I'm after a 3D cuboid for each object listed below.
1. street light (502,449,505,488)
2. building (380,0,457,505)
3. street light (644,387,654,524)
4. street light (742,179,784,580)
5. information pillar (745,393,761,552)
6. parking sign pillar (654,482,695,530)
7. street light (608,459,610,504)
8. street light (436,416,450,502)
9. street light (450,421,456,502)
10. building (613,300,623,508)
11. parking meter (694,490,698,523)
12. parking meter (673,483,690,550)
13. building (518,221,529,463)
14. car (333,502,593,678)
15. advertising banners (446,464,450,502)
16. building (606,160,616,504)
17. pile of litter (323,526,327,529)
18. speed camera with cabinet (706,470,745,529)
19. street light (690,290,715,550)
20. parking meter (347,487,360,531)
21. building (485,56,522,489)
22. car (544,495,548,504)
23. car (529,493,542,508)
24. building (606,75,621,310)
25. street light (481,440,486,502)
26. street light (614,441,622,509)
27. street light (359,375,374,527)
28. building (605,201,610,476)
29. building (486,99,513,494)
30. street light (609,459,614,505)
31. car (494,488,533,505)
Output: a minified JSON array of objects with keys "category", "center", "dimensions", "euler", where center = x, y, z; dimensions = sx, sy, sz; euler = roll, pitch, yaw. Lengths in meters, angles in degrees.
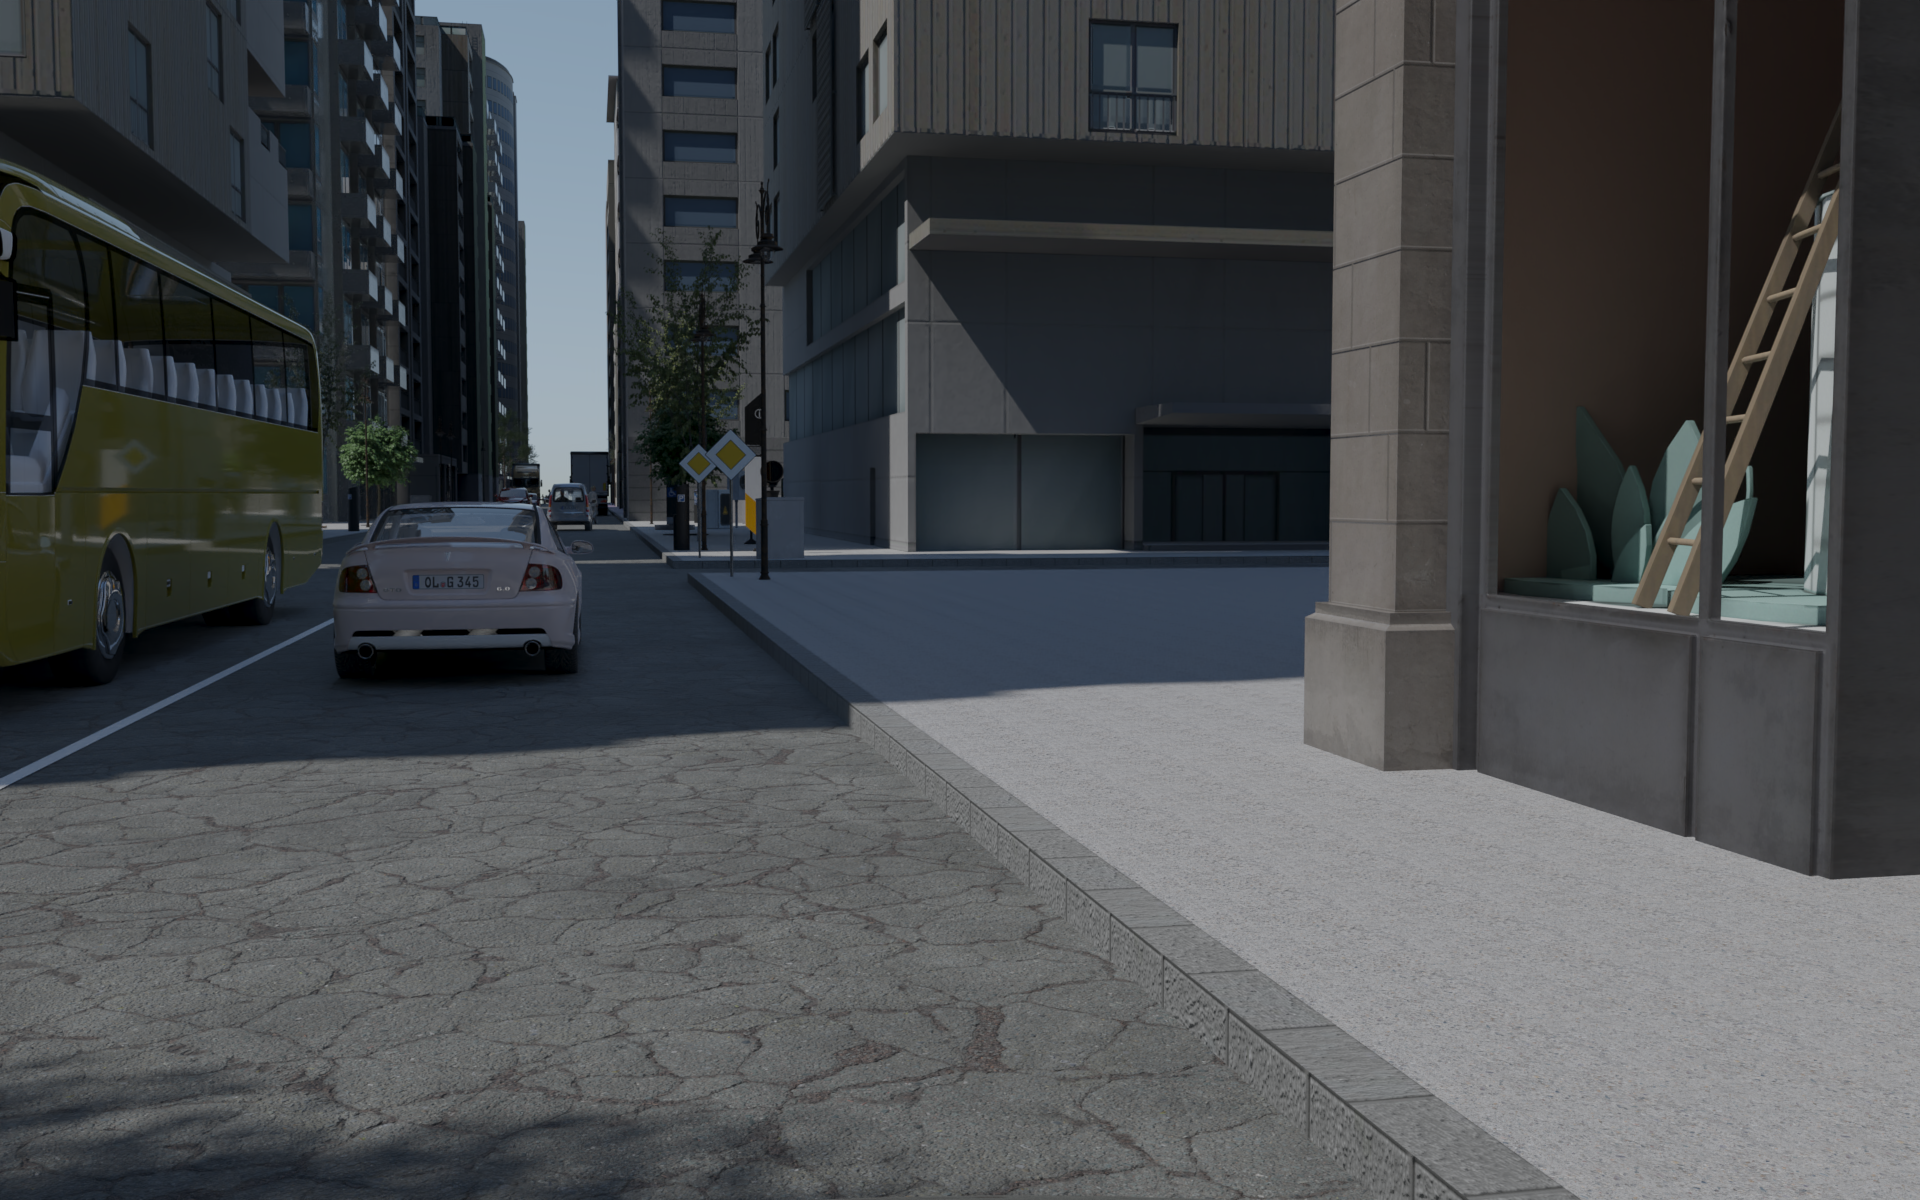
[{"category":"street light","center":[-46.043,-12.371,175.050],"dimensions":[0.468,5.910,1.993],"euler":[-1,4,-12]},{"category":"building","center":[-44.159,-41.228,112.324],"dimensions":[20.563,71.187,20.611],"euler":[-1,4,-12]},{"category":"street light","center":[-13.124,-6.162,73.530],"dimensions":[0.468,5.910,1.993],"euler":[-1,4,-12]},{"category":"street light","center":[-2.930,-3.242,25.792],"dimensions":[0.468,5.910,1.993],"euler":[-1,4,-12]},{"category":"information pillar","center":[-4.538,-2.890,38.612],"dimensions":[0.504,3.616,0.183],"euler":[-1,4,-10]},{"category":"parking sign pillar","center":[-10.256,-4.508,62.175],"dimensions":[1.447,3.967,1.447],"euler":[0,4,-1]},{"category":"street light","center":[-39.357,-13.658,196.094],"dimensions":[0.468,5.910,1.993],"euler":[-1,4,-12]},{"category":"street light","center":[-30.228,-7.835,100.891],"dimensions":[0.468,5.910,1.993],"euler":[-1,4,-12]},{"category":"street light","center":[-31.556,-8.239,107.502],"dimensions":[0.468,5.910,1.993],"euler":[-1,4,-12]},{"category":"building","center":[-19.949,-19.974,171.611],"dimensions":[27.650,21.520,28.899],"euler":[-1,4,-12]},{"category":"parking meter","center":[-11.589,-4.175,76.677],"dimensions":[0.372,1.533,0.369],"euler":[0,3,0]},{"category":"parking meter","center":[-6.361,-1.904,39.540],"dimensions":[0.372,1.533,0.369],"euler":[0,3,0]},{"category":"building","center":[-70.000,-34.674,250.511],"dimensions":[14.154,41.232,14.086],"euler":[-1,4,-12]},{"category":"car","center":[-4.236,-0.161,15.000],"dimensions":[2.083,1.381,4.827],"euler":[-1,4,-12]},{"category":"advertising banners","center":[-28.767,-6.189,97.375],"dimensions":[0.090,3.025,2.074],"euler":[-1,4,-10]},{"category":"building","center":[-37.872,-37.722,240.463],"dimensions":[21.300,48.544,21.600],"euler":[-1,4,-12]},{"category":"pile of litter","center":[-24.457,-3.108,64.786],"dimensions":[1.719,0.858,1.176],"euler":[2,4,35]},{"category":"speed camera with cabinet","center":[-8.615,-4.273,64.196],"dimensions":[0.660,3.252,2.038],"euler":[2,4,27]},{"category":"street light","center":[-5.833,-4.070,39.333],"dimensions":[0.468,5.910,1.993],"euler":[-1,4,-12]},{"category":"parking meter","center":[-20.885,-3.132,59.623],"dimensions":[0.372,1.533,0.369],"euler":[0,3,0]},{"category":"building","center":[-69.482,-41.986,228.465],"dimensions":[21.231,58.520,28.212],"euler":[-1,4,-12]},{"category":"car","center":[-61.053,-14.997,257.782],"dimensions":[1.945,1.354,3.894],"euler":[-1,4,-10]},{"category":"car","center":[-30.433,-6.893,121.740],"dimensions":[2.155,1.783,4.494],"euler":[-1,4,-11]},{"category":"building","center":[-29.233,-38.389,216.894],"dimensions":[28.713,52.752,27.495],"euler":[-1,4,-12]},{"category":"street light","center":[-38.862,-10.304,141.263],"dimensions":[0.468,5.910,1.993],"euler":[-1,4,-12]},{"category":"street light","center":[-29.248,-10.767,148.833],"dimensions":[0.468,5.910,1.993],"euler":[-1,4,-12]},{"category":"street light","center":[-22.761,-5.726,66.412],"dimensions":[0.468,5.910,1.993],"euler":[-1,4,-12]},{"category":"building","center":[-45.541,-37.194,258.233],"dimensions":[14.600,45.320,14.200],"euler":[-1,4,-12]},{"category":"building","center":[-64.267,-35.447,199.165],"dimensions":[23.786,49.044,30.456],"euler":[-1,4,-12]},{"category":"street light","center":[-36.416,-12.834,182.623],"dimensions":[0.468,5.910,1.993],"euler":[-1,4,-12]},{"category":"car","center":[-26.833,-5.843,104.208],"dimensions":[2.281,1.827,5.304],"euler":[-1,4,-12]}]
